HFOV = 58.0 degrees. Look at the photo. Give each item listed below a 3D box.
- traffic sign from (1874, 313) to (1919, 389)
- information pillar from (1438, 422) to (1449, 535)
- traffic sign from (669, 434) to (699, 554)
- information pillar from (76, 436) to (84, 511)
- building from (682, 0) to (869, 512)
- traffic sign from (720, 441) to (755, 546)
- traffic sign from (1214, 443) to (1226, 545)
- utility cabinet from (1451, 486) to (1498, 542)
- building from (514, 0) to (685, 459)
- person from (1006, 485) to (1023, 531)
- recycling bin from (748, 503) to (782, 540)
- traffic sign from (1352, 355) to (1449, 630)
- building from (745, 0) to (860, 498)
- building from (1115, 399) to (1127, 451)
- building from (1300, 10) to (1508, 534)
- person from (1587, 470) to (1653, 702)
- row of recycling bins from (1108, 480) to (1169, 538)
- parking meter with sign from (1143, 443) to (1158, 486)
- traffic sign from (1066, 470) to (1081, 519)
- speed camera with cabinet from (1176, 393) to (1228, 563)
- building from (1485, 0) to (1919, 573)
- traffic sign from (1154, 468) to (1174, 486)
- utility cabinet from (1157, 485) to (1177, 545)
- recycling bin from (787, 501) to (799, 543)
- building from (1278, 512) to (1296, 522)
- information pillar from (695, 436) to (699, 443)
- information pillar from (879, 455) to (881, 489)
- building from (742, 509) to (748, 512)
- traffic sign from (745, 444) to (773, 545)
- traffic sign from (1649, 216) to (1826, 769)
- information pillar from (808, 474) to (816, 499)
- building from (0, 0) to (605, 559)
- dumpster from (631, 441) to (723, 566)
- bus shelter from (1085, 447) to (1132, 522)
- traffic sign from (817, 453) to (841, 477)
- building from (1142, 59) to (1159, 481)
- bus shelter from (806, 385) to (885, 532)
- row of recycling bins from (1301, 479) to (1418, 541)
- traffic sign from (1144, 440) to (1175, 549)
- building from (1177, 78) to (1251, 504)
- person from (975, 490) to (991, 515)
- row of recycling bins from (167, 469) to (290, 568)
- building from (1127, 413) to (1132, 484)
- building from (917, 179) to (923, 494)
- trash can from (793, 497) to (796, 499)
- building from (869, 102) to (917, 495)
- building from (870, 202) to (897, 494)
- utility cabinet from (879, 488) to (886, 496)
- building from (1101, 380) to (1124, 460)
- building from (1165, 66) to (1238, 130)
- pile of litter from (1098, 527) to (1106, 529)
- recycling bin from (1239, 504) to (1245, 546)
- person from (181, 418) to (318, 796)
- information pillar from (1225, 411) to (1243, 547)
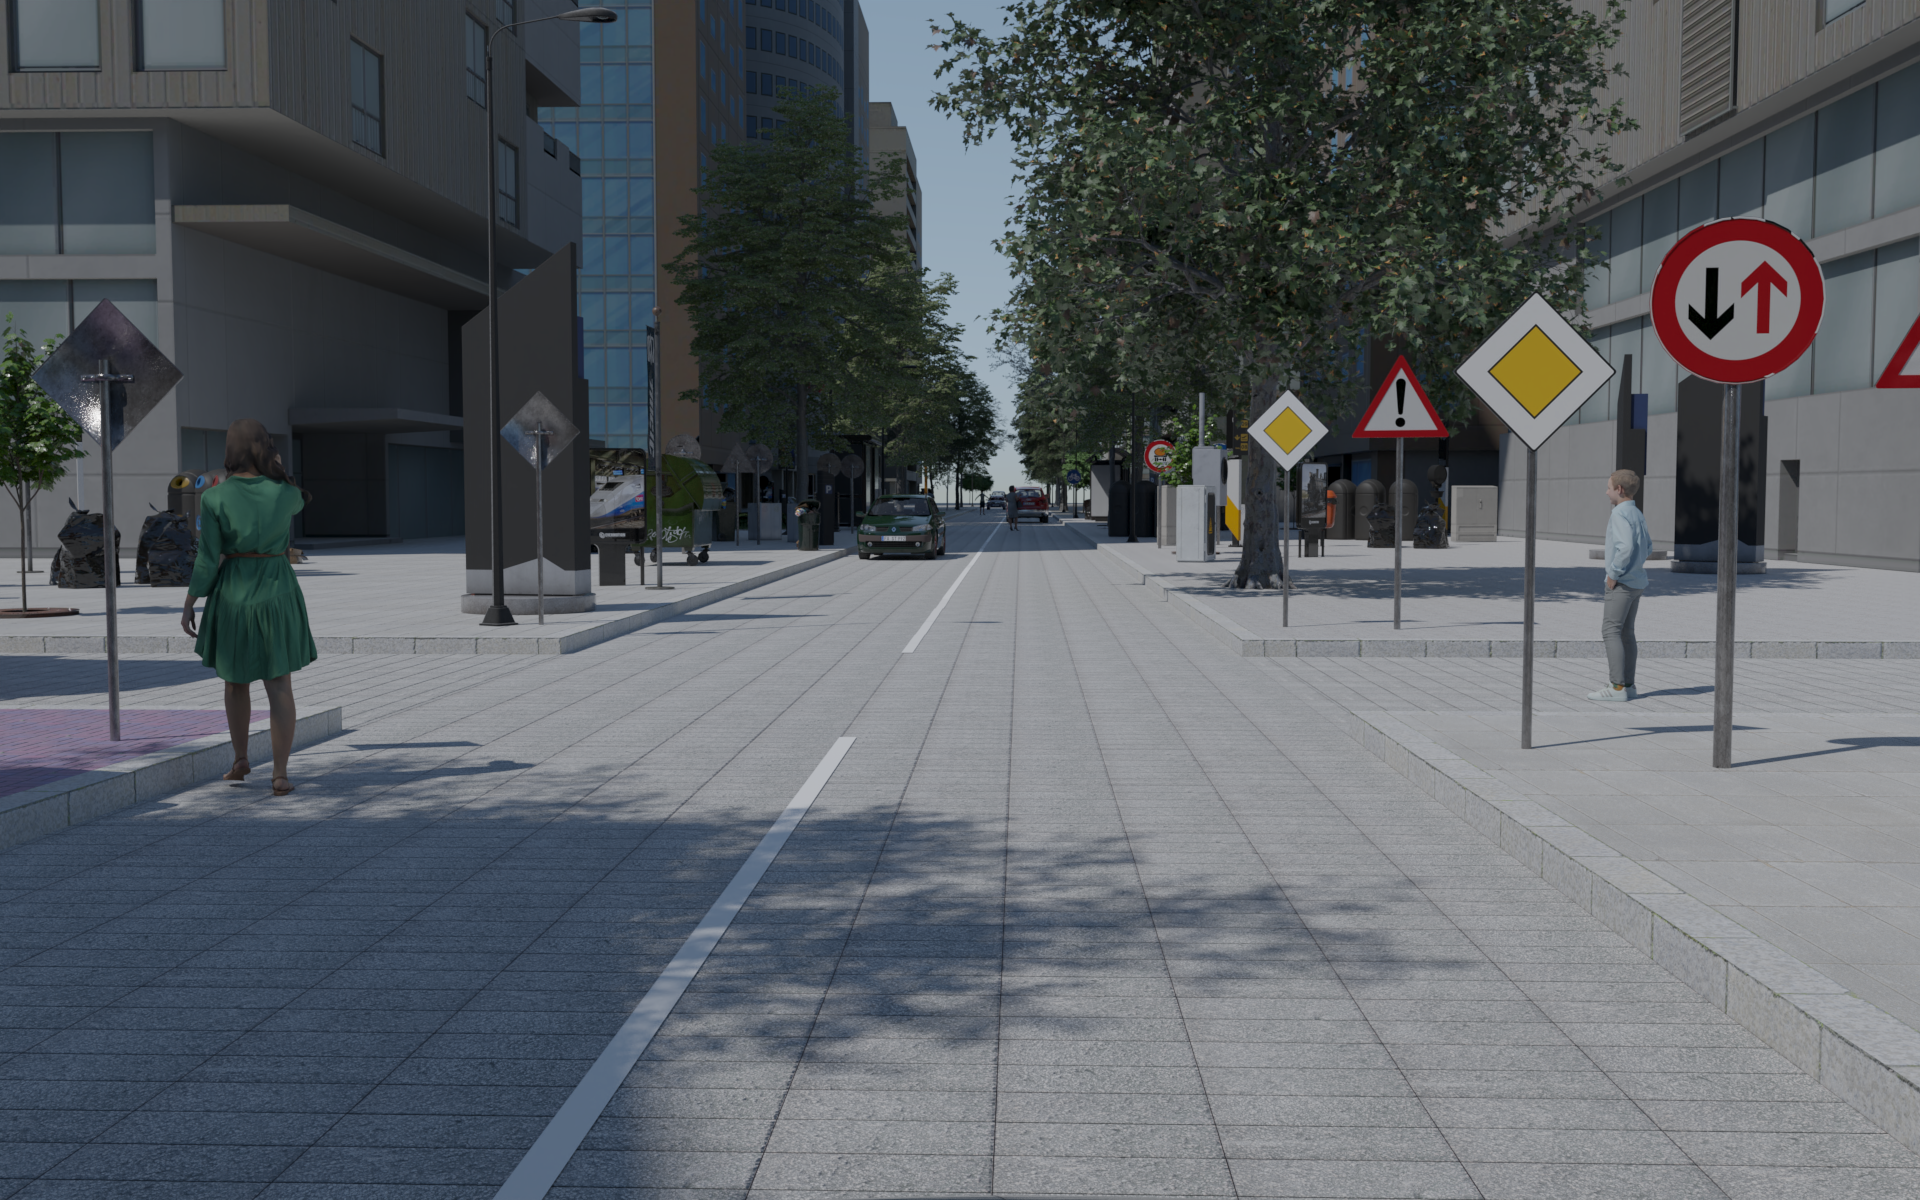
[{"bbox_3d":[5.060,-0.536,8.761,0.884,2.594,0.081,0,4,6],"label":"traffic sign"},{"bbox_3d":[15.061,-3.829,53.952,0.183,3.616,0.504,-1,4,-14],"label":"information pillar"},{"bbox_3d":[-5.893,-2.249,36.870,0.768,2.556,0.104,0,4,3],"label":"traffic sign"},{"bbox_3d":[-14.141,-2.230,27.822,0.183,3.616,0.504,-2,4,-28],"label":"information pillar"},{"bbox_3d":[-15.442,-30.717,152.332,14.600,45.320,14.200,0,4,2],"label":"building"},{"bbox_3d":[-5.499,-2.616,42.781,0.884,2.594,0.081,1,4,9],"label":"traffic sign"},{"bbox_3d":[6.495,-2.654,43.492,0.768,2.556,0.104,0,4,8],"label":"traffic sign"},{"bbox_3d":[13.717,-2.294,46.180,1.173,1.500,0.318,-1,4,-11],"label":"utility cabinet"},{"bbox_3d":[-18.397,-26.553,84.253,14.600,45.320,14.200,0,4,2],"label":"building"},{"bbox_3d":[2.175,-3.604,67.777,0.716,1.782,0.532,2,4,35],"label":"person"},{"bbox_3d":[-5.453,-2.191,48.381,0.722,1.027,0.722,-2,4,-35],"label":"recycling bin"},{"bbox_3d":[4.140,-0.999,16.330,0.884,2.594,0.081,1,4,10],"label":"traffic sign"},{"bbox_3d":[-19.397,-35.992,130.466,21.231,58.520,28.212,0,4,2],"label":"building"},{"bbox_3d":[30.699,-36.283,212.837,23.786,49.044,30.456,0,4,2],"label":"building"},{"bbox_3d":[20.345,-25.160,61.479,14.600,45.320,14.200,0,4,2],"label":"building"},{"bbox_3d":[4.651,-0.113,12.158,0.589,1.601,0.330,-3,5,-44],"label":"person"},{"bbox_3d":[5.883,-2.700,51.255,3.534,1.692,1.069,3,5,40],"label":"row of recycling bins"},{"bbox_3d":[6.987,-3.903,60.073,1.738,3.016,0.543,-1,4,-20],"label":"parking meter with sign"},{"bbox_3d":[5.944,-5.527,90.467,0.768,2.556,0.104,1,4,9],"label":"traffic sign"},{"bbox_3d":[4.670,-2.380,33.253,0.660,3.252,2.038,1,4,20],"label":"speed camera with cabinet"},{"bbox_3d":[28.231,-27.397,37.185,27.495,52.752,28.713,0,4,2],"label":"building"},{"bbox_3d":[5.683,-2.943,48.224,0.768,2.556,0.104,1,4,11],"label":"traffic sign"},{"bbox_3d":[5.382,-2.113,43.233,0.318,1.500,1.173,3,5,43],"label":"utility cabinet"},{"bbox_3d":[-4.111,-2.044,45.970,0.722,1.027,0.722,-3,4,-36],"label":"recycling bin"},{"bbox_3d":[21.050,-24.471,83.694,14.154,41.232,14.086,0,4,2],"label":"building"},{"bbox_3d":[-10.597,-4.760,69.174,0.183,3.616,0.504,3,5,43],"label":"information pillar"},{"bbox_3d":[-4.242,-5.862,87.198,0.504,3.616,0.183,1,4,16],"label":"information pillar"},{"bbox_3d":[-26.111,-25.232,104.419,32.217,40.220,23.993,0,4,2],"label":"building"},{"bbox_3d":[-5.103,-2.671,43.783,0.768,2.556,0.104,1,4,10],"label":"traffic sign"},{"bbox_3d":[3.577,-0.486,8.053,0.768,2.556,0.104,1,4,9],"label":"traffic sign"},{"bbox_3d":[-5.409,-3.570,62.857,0.304,2.012,0.304,0,4,7],"label":"information pillar"},{"bbox_3d":[-26.108,-27.899,45.384,28.713,52.752,27.495,0,4,2],"label":"building"},{"bbox_3d":[-5.223,-1.772,31.471,1.502,2.255,1.985,0,4,2],"label":"dumpster"},{"bbox_3d":[6.713,-5.128,77.762,2.014,3.302,5.546,0,4,2],"label":"bus shelter"},{"bbox_3d":[-4.070,-3.286,53.826,0.768,2.556,0.104,0,4,5],"label":"traffic sign"},{"bbox_3d":[23.597,-28.626,151.629,14.154,41.232,14.086,0,4,2],"label":"building"},{"bbox_3d":[-4.133,-5.188,62.451,2.179,5.291,8.768,0,4,2],"label":"bus shelter"},{"bbox_3d":[11.130,-2.524,48.387,3.534,1.692,1.069,3,5,41],"label":"row of recycling bins"},{"bbox_3d":[4.702,-2.483,40.699,0.768,2.556,0.104,0,4,3],"label":"traffic sign"},{"bbox_3d":[26.204,-48.526,106.065,22.319,86.520,31.000,0,4,2],"label":"building"},{"bbox_3d":[1.567,-6.736,119.418,1.217,1.735,0.721,1,4,22],"label":"person"},{"bbox_3d":[-11.800,-1.275,27.960,1.069,1.692,3.534,-3,5,-42],"label":"row of recycling bins"},{"bbox_3d":[25.470,-31.035,191.018,14.154,41.232,14.086,0,4,2],"label":"building"},{"bbox_3d":[-12.449,-35.838,236.066,14.600,45.320,14.200,0,4,2],"label":"building"},{"bbox_3d":[-8.595,-4.752,89.351,0.748,1.137,0.748,0,3,0],"label":"trash can"},{"bbox_3d":[-16.698,-36.363,218.240,21.300,48.544,21.600,0,4,2],"label":"building"},{"bbox_3d":[-22.981,-30.827,195.895,32.217,40.220,23.993,0,4,2],"label":"building"},{"bbox_3d":[-3.220,-3.627,67.978,0.318,1.500,1.173,-1,4,-22],"label":"utility cabinet"},{"bbox_3d":[30.724,-37.644,239.177,21.300,48.544,21.600,0,4,2],"label":"building"},{"bbox_3d":[26.749,-31.179,133.472,21.300,48.544,21.600,0,4,2],"label":"building"},{"bbox_3d":[5.961,-3.053,63.875,1.719,0.858,1.176,2,4,34],"label":"pile of litter"},{"bbox_3d":[7.266,-1.841,42.654,0.722,1.027,0.722,3,4,37],"label":"recycling bin"},{"bbox_3d":[-3.407,0.025,8.346,0.600,1.795,0.529,-3,4,-38],"label":"person"},{"bbox_3d":[6.609,-3.083,41.759,0.183,3.616,0.504,-2,4,-32],"label":"information pillar"}]
